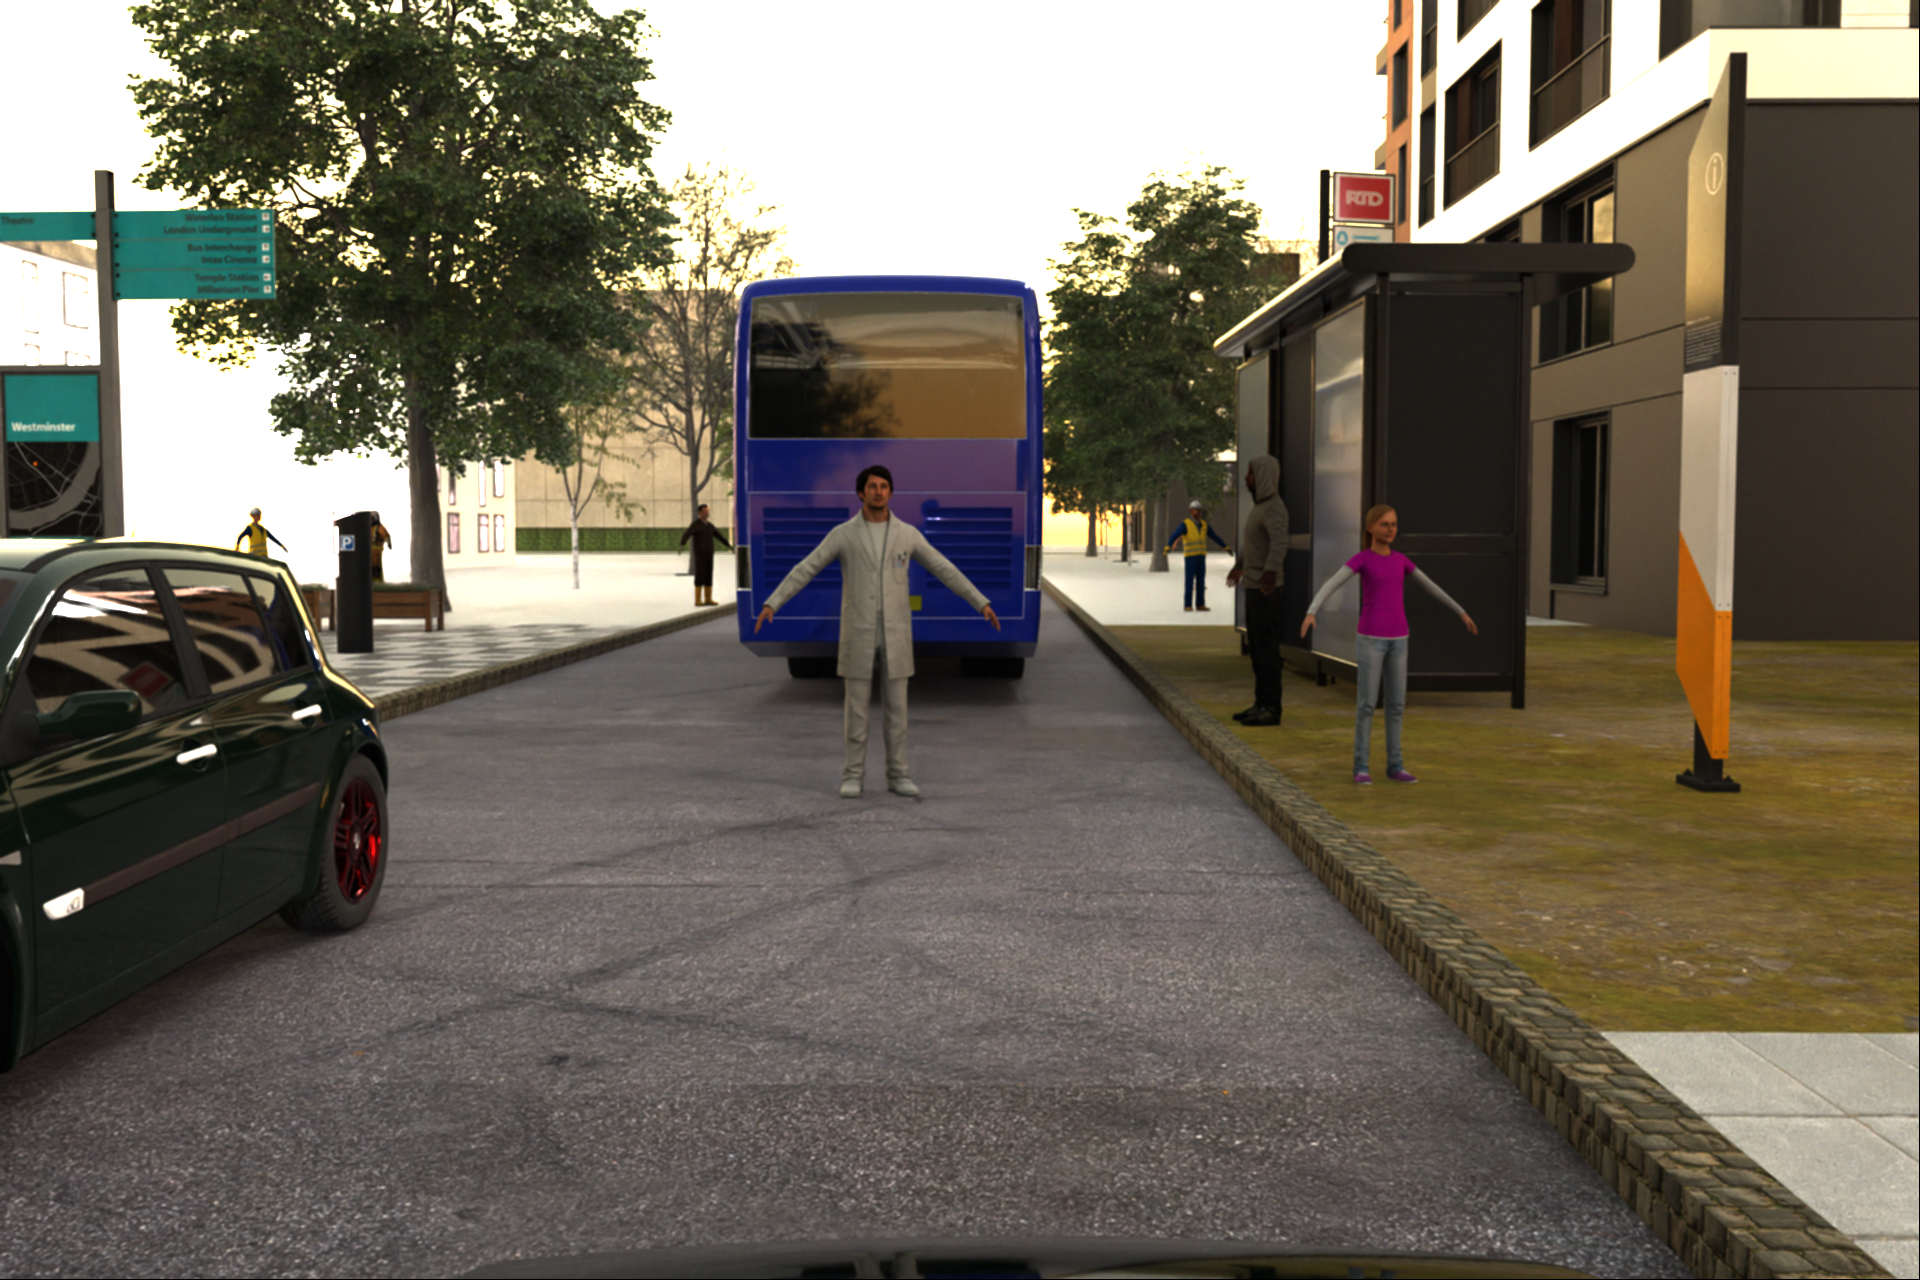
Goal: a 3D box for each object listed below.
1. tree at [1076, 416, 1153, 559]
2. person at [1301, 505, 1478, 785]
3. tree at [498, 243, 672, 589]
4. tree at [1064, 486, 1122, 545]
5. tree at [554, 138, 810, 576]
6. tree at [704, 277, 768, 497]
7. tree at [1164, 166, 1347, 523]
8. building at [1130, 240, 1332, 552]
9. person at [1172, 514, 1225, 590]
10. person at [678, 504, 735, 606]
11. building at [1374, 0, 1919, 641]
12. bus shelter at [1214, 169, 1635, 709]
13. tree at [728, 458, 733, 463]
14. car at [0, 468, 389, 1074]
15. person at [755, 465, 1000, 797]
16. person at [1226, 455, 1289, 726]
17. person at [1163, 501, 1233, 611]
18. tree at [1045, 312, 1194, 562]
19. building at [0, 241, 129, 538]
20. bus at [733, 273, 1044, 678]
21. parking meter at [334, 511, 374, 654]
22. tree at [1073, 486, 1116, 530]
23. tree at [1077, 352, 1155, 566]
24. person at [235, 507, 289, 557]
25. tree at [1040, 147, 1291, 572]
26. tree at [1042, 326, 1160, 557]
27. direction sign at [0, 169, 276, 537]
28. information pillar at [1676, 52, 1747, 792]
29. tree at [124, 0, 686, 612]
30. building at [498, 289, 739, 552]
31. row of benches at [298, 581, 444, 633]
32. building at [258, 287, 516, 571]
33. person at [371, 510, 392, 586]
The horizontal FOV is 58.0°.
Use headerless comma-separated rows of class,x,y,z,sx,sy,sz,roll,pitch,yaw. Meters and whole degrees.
tree,7.218,-8.401,87.715,4.360,8.622,3.978,0,3,0
person,2.192,0.023,8.883,0.991,1.433,0.599,-1,4,-15
tree,-9.120,-5.525,40.699,4.360,8.622,3.978,0,3,0
tree,15.898,-17.468,195.972,12.009,13.543,11.850,0,3,0
tree,-8.081,-8.734,53.173,12.009,13.543,11.850,0,3,0
tree,-7.818,-9.668,76.191,7.486,12.596,7.792,0,3,0
tree,6.386,-5.171,34.906,4.360,8.622,3.978,0,3,0
building,27.311,-17.921,136.983,27.936,21.610,32.646,0,4,1
person,5.488,-2.092,40.068,1.347,1.847,0.705,-1,4,-20
person,-4.546,-1.513,30.875,0.704,1.812,1.346,3,5,40
building,22.886,-11.760,36.254,27.936,21.610,32.646,0,4,1
bus shelter,3.789,-2.397,16.816,2.179,5.291,8.768,0,4,0
tree,-7.861,-9.271,85.995,8.767,10.594,7.601,1,4,16
car,-3.050,0.298,4.920,2.009,1.686,4.222,0,4,1
person,-0.457,-0.053,9.516,1.347,1.806,0.705,-1,4,-11
person,2.026,-0.342,11.718,0.705,1.813,1.348,0,4,-1
person,3.933,-1.399,28.849,1.349,1.833,0.705,-2,4,-25
tree,7.472,-9.403,79.488,9.928,11.665,9.643,0,3,0
building,-26.571,-5.920,38.943,9.099,9.664,28.070,0,4,2
bus,-0.481,-1.745,20.075,2.896,3.916,12.251,0,4,1
parking meter,-6.549,-0.630,18.716,0.372,1.533,0.369,0,3,0
tree,8.144,-9.575,106.919,4.737,8.622,4.395,0,3,0
tree,6.906,-7.304,69.781,4.360,8.622,3.978,0,3,0
person,-12.590,-1.513,31.196,0.721,1.772,1.216,2,4,25
tree,6.844,-9.319,59.025,9.857,13.997,8.962,0,3,0
tree,7.474,-11.730,98.433,9.857,13.997,8.962,0,3,0
direction sign,-6.248,-1.505,13.377,2.525,3.948,1.411,0,4,3
information pillar,3.784,-1.063,8.736,0.183,3.616,0.504,0,4,1
tree,-8.719,-7.429,28.118,9.857,13.997,8.962,0,3,0
building,-24.652,-16.805,141.220,16.747,18.905,31.486,0,4,2
row of benches,-8.773,-0.449,22.811,4.104,0.672,1.422,0,4,-1
building,-23.205,-8.006,73.043,9.099,9.664,28.070,0,4,0
person,-13.875,-2.157,41.036,1.354,1.858,0.705,2,4,32
